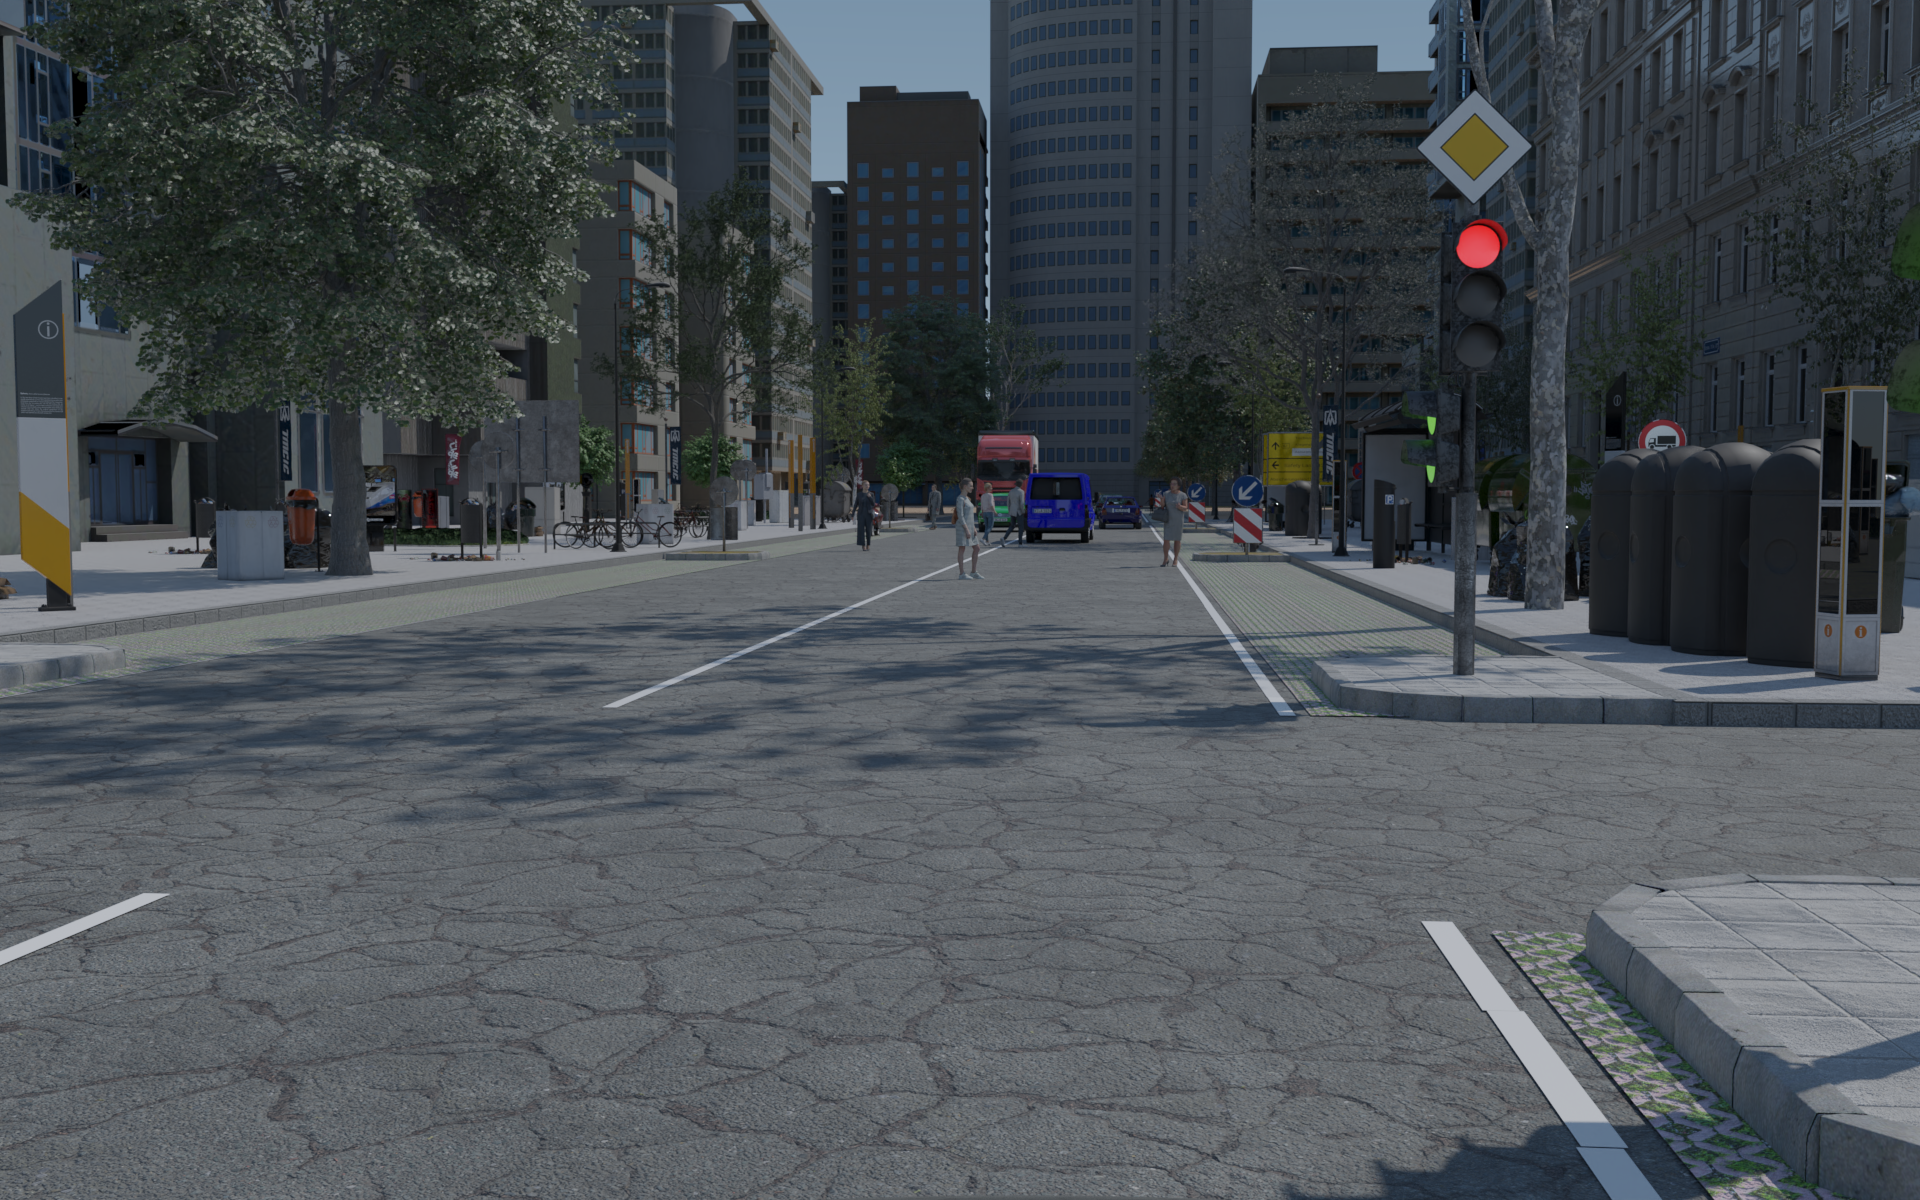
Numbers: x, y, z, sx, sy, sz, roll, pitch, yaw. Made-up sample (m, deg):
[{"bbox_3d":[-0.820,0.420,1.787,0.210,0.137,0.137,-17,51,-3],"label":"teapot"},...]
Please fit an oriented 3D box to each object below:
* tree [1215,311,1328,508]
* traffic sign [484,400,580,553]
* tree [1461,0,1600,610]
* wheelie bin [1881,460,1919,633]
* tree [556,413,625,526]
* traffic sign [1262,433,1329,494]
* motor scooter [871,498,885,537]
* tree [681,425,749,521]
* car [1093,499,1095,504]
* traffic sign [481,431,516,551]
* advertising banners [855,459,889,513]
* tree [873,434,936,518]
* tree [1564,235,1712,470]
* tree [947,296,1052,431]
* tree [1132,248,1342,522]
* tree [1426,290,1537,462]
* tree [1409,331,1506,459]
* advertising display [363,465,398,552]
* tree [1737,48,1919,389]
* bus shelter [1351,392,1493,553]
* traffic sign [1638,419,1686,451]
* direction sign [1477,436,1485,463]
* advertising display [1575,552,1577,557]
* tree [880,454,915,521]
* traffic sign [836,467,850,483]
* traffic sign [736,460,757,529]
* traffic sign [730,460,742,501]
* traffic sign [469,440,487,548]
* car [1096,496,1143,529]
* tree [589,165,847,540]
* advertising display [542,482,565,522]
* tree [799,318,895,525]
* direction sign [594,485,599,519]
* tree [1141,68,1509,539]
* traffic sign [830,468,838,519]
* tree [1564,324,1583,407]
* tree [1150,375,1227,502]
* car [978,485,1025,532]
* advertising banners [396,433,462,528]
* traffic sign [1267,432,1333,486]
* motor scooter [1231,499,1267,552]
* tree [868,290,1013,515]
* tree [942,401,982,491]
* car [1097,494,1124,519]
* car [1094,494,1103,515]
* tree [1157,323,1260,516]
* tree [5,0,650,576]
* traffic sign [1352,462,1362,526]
[{"bbox_3d":[12.167,-7.215,68.328,4.737,8.622,4.395,0,3,0],"label":"tree"},{"bbox_3d":[-9.330,-2.680,37.694,2.265,3.308,0.079,1,4,14],"label":"traffic sign"},{"bbox_3d":[7.449,-10.033,19.925,12.611,20.169,13.585,0,3,0],"label":"tree"},{"bbox_3d":[8.528,-0.507,16.202,0.980,1.594,0.693,2,4,25],"label":"wheelie bin"},{"bbox_3d":[-15.276,-5.293,70.252,4.285,4.588,4.351,0,3,0],"label":"tree"},{"bbox_3d":[11.253,-3.920,57.973,2.265,3.308,0.079,0,4,8],"label":"traffic sign"},{"bbox_3d":[-2.920,-2.816,58.814,0.815,1.314,1.986,0,4,5],"label":"motor scooter"},{"bbox_3d":[-11.837,-6.074,83.017,4.285,4.588,4.351,0,3,0],"label":"tree"},{"bbox_3d":[13.128,-9.057,158.301,2.015,1.641,3.980,0,4,5],"label":"car"},{"bbox_3d":[-9.402,-2.149,35.242,0.768,2.556,0.104,1,4,13],"label":"traffic sign"},{"bbox_3d":[-4.369,-5.480,85.784,2.074,3.025,0.090,2,4,34],"label":"advertising banners"},{"bbox_3d":[-2.972,-6.735,93.825,4.285,4.588,4.351,0,3,0],"label":"tree"},{"bbox_3d":[19.644,-6.094,49.995,4.737,8.622,4.395,0,3,0],"label":"tree"},{"bbox_3d":[4.780,-18.823,163.651,12.611,20.169,13.585,0,3,0],"label":"tree"},{"bbox_3d":[12.659,-9.918,79.163,9.611,12.733,9.660,0,3,0],"label":"tree"},{"bbox_3d":[17.866,-6.637,58.878,4.360,8.622,3.978,0,3,0],"label":"tree"},{"bbox_3d":[21.406,-7.645,75.354,4.737,8.622,4.395,0,3,0],"label":"tree"},{"bbox_3d":[-13.039,-2.041,38.590,0.974,1.923,0.123,0,4,-7],"label":"advertising display"},{"bbox_3d":[15.389,-4.843,29.538,4.360,8.622,3.978,0,3,0],"label":"tree"},{"bbox_3d":[9.663,-2.617,36.707,2.014,3.302,5.546,0,4,5],"label":"bus shelter"},{"bbox_3d":[11.937,-1.799,29.514,0.768,2.556,0.104,1,4,13],"label":"traffic sign"},{"bbox_3d":[20.222,-4.619,67.510,0.379,3.537,0.876,-1,4,-9],"label":"direction sign"},{"bbox_3d":[12.408,-1.836,35.226,0.974,1.923,0.123,-2,4,-35],"label":"advertising display"},{"bbox_3d":[-3.192,-5.450,83.706,1.663,3.219,1.824,0,3,0],"label":"tree"},{"bbox_3d":[-5.572,-5.010,82.015,0.768,2.556,0.104,1,4,14],"label":"traffic sign"},{"bbox_3d":[-7.905,-3.915,64.114,0.768,2.556,0.104,0,4,7],"label":"traffic sign"},{"bbox_3d":[-8.171,-3.928,64.325,0.768,2.556,0.104,1,4,11],"label":"traffic sign"},{"bbox_3d":[-11.200,-2.487,40.775,0.768,2.556,0.104,1,4,9],"label":"traffic sign"},{"bbox_3d":[6.614,-3.616,71.696,1.945,1.354,3.894,0,4,4],"label":"car"},{"bbox_3d":[-6.667,-6.979,48.511,7.601,10.594,8.767,-2,4,-26],"label":"tree"},{"bbox_3d":[-17.330,-4.198,73.850,0.974,1.923,0.123,0,4,7],"label":"advertising display"},{"bbox_3d":[-4.507,-7.470,72.496,4.737,8.622,4.395,0,3,0],"label":"tree"},{"bbox_3d":[-18.852,-5.991,89.948,0.379,3.537,0.876,0,4,1],"label":"direction sign"},{"bbox_3d":[10.285,-8.503,49.401,12.009,13.543,11.850,0,3,0],"label":"tree"},{"bbox_3d":[-5.978,-5.148,84.273,0.768,2.556,0.104,1,4,14],"label":"traffic sign"},{"bbox_3d":[20.809,-6.949,63.980,4.360,8.622,3.978,0,3,0],"label":"tree"},{"bbox_3d":[18.350,-12.776,134.649,9.928,11.665,9.643,0,3,0],"label":"tree"},{"bbox_3d":[1.722,-3.531,66.530,1.959,1.807,4.718,0,4,6],"label":"car"},{"bbox_3d":[-15.203,-3.263,49.540,2.074,3.025,0.090,-3,4,-38],"label":"advertising banners"},{"bbox_3d":[11.184,-3.840,56.664,2.265,3.308,0.079,0,4,7],"label":"traffic sign"},{"bbox_3d":[6.581,-1.626,39.355,0.815,1.314,1.986,0,4,4],"label":"motor scooter"},{"bbox_3d":[-1.395,-12.258,107.071,9.857,13.997,8.962,0,3,0],"label":"tree"},{"bbox_3d":[0.150,-10.564,123.090,4.737,8.622,4.395,0,3,0],"label":"tree"},{"bbox_3d":[8.893,-5.459,101.047,2.131,1.459,4.920,0,4,5],"label":"car"},{"bbox_3d":[10.253,-6.595,119.633,2.131,1.459,4.920,0,4,7],"label":"car"},{"bbox_3d":[15.459,-11.293,102.774,7.486,12.596,7.792,0,3,0],"label":"tree"},{"bbox_3d":[-9.681,-7.357,26.942,9.857,13.997,8.962,0,3,0],"label":"tree"},{"bbox_3d":[15.880,-4.184,68.508,0.768,2.556,0.104,0,4,6],"label":"traffic sign"}]
